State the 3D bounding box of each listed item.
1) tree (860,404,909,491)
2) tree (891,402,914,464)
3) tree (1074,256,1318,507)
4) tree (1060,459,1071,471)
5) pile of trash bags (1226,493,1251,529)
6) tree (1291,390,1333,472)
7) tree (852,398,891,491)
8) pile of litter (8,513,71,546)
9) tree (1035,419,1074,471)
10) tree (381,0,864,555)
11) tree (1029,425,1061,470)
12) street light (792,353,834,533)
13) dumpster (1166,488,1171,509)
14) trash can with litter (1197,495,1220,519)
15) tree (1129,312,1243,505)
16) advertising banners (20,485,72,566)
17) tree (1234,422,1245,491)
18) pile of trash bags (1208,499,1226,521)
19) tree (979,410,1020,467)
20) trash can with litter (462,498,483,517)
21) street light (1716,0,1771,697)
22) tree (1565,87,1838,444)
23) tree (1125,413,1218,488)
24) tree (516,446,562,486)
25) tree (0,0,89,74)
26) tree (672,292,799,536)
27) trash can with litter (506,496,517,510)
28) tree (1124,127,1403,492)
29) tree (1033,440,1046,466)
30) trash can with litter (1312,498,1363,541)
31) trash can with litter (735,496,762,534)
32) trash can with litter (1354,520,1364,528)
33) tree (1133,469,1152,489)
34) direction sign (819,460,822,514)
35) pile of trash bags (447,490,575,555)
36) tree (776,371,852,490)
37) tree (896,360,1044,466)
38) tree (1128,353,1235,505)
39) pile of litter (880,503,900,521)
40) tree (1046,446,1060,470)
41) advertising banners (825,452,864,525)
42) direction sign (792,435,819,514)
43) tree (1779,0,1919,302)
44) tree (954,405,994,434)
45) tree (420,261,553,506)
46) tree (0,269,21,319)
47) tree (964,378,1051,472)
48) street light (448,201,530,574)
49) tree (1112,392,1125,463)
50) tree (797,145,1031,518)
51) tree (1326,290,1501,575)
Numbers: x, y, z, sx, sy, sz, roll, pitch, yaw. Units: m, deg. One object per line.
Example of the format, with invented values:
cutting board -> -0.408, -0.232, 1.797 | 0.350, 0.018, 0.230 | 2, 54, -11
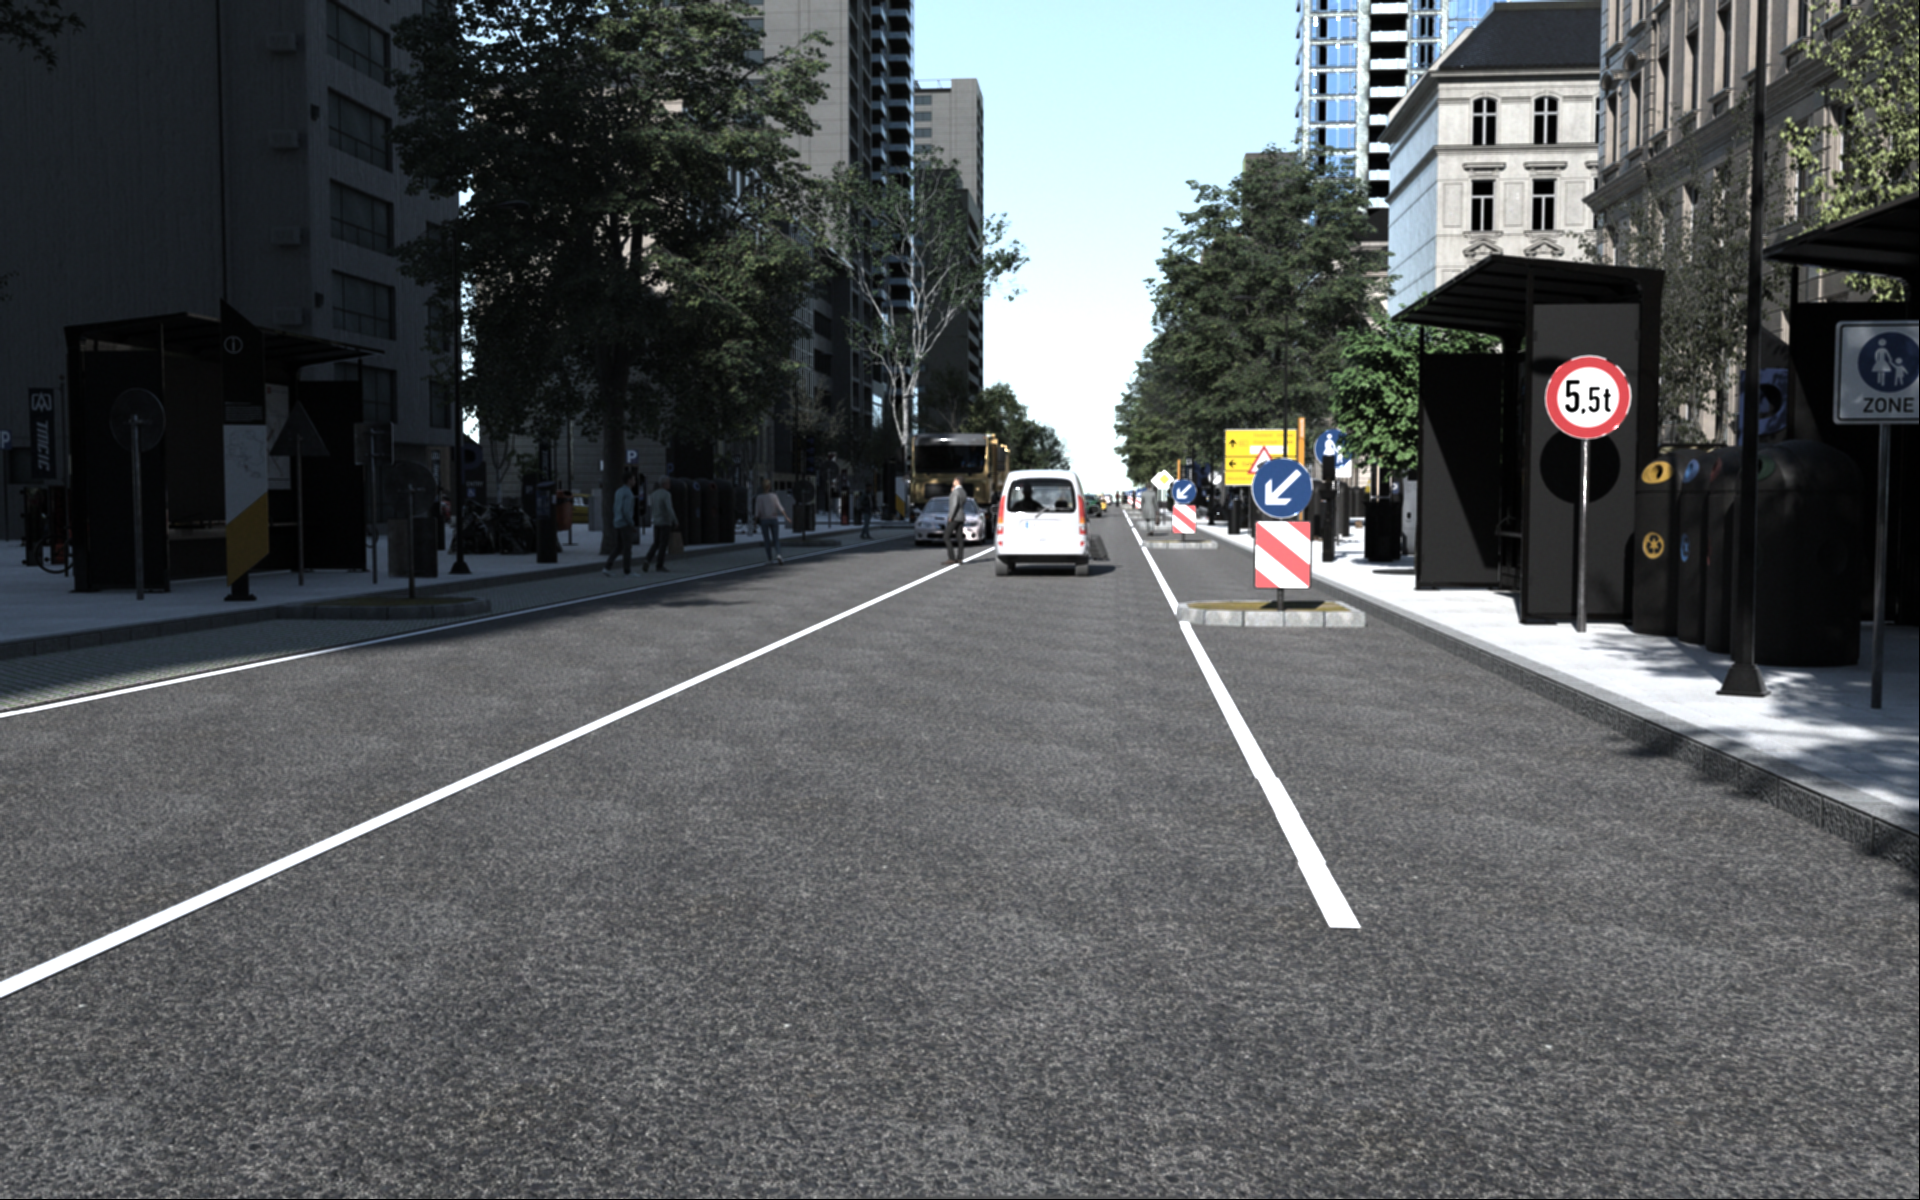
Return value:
tree -> -6.274, -11.688, 141.469 | 4.737, 8.622, 4.395 | 0, 3, 0
tree -> -5.223, -11.065, 131.280 | 4.360, 8.622, 3.978 | 0, 3, 0
tree -> 13.136, -10.710, 85.472 | 12.009, 13.543, 11.850 | 0, 3, 0
tree -> 16.323, -23.071, 311.628 | 8.767, 10.594, 7.601 | 1, 4, 22
pile of trash bags -> 11.950, -3.341, 64.375 | 3.447, 1.369, 1.912 | 2, 4, 29
tree -> 22.739, -9.989, 113.679 | 4.360, 8.622, 3.978 | 0, 3, 0
tree -> -7.558, -10.700, 125.303 | 4.360, 8.622, 3.978 | 0, 3, 0
pile of litter -> -22.627, -1.767, 42.851 | 1.719, 0.858, 1.176 | 1, 4, 16
tree -> 13.730, -22.745, 282.249 | 12.009, 13.543, 11.850 | 0, 3, 0
tree -> -7.208, -7.936, 36.416 | 9.857, 13.997, 8.962 | 0, 3, 0
tree -> 10.908, -19.932, 251.636 | 9.928, 11.665, 9.643 | 0, 3, 0
street light -> -4.863, -5.182, 57.263 | 1.470, 5.913, 1.316 | 0, 4, 5
dumpster -> 18.062, -8.590, 146.204 | 1.264, 1.857, 1.865 | 0, 4, 5
trash can with litter -> 12.744, -4.715, 88.140 | 2.233, 1.210, 1.678 | 2, 4, 35
tree -> 14.233, -11.538, 106.769 | 7.486, 12.596, 7.792 | 0, 3, 0
advertising banners -> -16.462, -2.162, 31.538 | 0.090, 3.025, 2.074 | 0, 4, 4
tree -> 23.776, -12.112, 148.392 | 4.737, 8.622, 4.395 | 0, 3, 0
pile of trash bags -> 13.728, -4.470, 82.829 | 3.447, 1.369, 1.912 | -1, 4, -16
tree -> 2.841, -12.025, 146.976 | 4.360, 8.622, 3.978 | 0, 3, 0
trash can with litter -> -13.481, -2.292, 48.861 | 1.055, 1.170, 0.624 | -2, 4, -35
street light -> 4.488, -2.351, 10.984 | 1.470, 5.913, 1.316 | 0, 4, 5
tree -> 13.410, -4.942, 31.162 | 4.360, 8.622, 3.978 | 0, 3, 0
tree -> 19.791, -14.060, 164.288 | 8.767, 10.594, 7.601 | 3, 5, 39
tree -> -17.183, -4.615, 70.057 | 1.663, 3.219, 1.824 | 0, 3, 0
tree -> -10.400, -4.756, 12.181 | 8.767, 10.594, 7.601 | 1, 4, 8
tree -> -6.557, -6.259, 52.699 | 4.737, 8.622, 4.395 | 0, 3, 0
trash can with litter -> -22.260, -4.495, 84.544 | 2.233, 1.210, 1.678 | 0, 4, -8
tree -> 10.836, -9.495, 61.902 | 9.857, 13.997, 8.962 | 0, 3, 0
tree -> 7.718, -15.922, 210.681 | 4.360, 8.622, 3.978 | 0, 3, 0
trash can with litter -> 10.089, -2.248, 47.818 | 1.678, 1.210, 2.233 | 0, 4, -3
trash can with litter -> -7.172, -2.737, 55.805 | 2.233, 1.210, 1.678 | -2, 4, -34
trash can with litter -> 15.284, -3.281, 65.031 | 1.055, 1.170, 0.624 | 1, 4, 15
tree -> 27.841, -18.700, 256.101 | 4.737, 8.622, 4.395 | 0, 3, 0
direction sign -> -9.432, -7.476, 114.232 | 0.876, 3.537, 0.379 | 2, 4, 32
pile of trash bags -> -9.614, -1.742, 38.236 | 1.912, 1.369, 3.447 | 1, 4, 21
tree -> -8.896, -9.418, 104.340 | 4.360, 8.622, 3.978 | 0, 3, 0
tree -> 0.012, -11.376, 120.412 | 8.767, 10.594, 7.601 | -3, 5, -40
tree -> 14.933, -11.592, 115.287 | 9.928, 11.665, 9.643 | 0, 3, 0
pile of litter -> -3.374, -4.323, 84.649 | 1.176, 0.858, 1.719 | 1, 4, 12
tree -> 5.807, -15.785, 192.495 | 7.601, 10.594, 8.767 | -1, 4, -16
advertising banners -> -4.730, -4.606, 71.490 | 2.074, 3.025, 0.090 | 3, 5, 43
direction sign -> -6.031, -4.576, 66.812 | 0.876, 3.537, 0.379 | 0, 4, 6
tree -> 12.497, -4.402, 22.334 | 4.737, 8.622, 4.395 | 0, 3, 0
tree -> 0.994, -11.449, 137.548 | 4.737, 8.622, 4.395 | 0, 3, 0
tree -> -13.919, -6.209, 51.873 | 4.737, 8.622, 4.395 | 0, 3, 0
tree -> -22.098, -5.221, 35.729 | 4.360, 8.622, 3.978 | 0, 3, 0
tree -> 3.892, -15.561, 171.434 | 9.611, 12.733, 9.660 | 0, 3, 0
street light -> -7.503, -3.370, 27.636 | 1.470, 5.913, 1.316 | 0, 4, 5
tree -> 21.022, -17.088, 186.043 | 9.857, 13.997, 8.962 | 0, 3, 0
tree -> -1.651, -14.454, 92.216 | 12.611, 20.169, 13.585 | 0, 3, 0
tree -> 7.401, -2.705, 27.942 | 4.285, 4.588, 4.351 | 0, 3, 0
